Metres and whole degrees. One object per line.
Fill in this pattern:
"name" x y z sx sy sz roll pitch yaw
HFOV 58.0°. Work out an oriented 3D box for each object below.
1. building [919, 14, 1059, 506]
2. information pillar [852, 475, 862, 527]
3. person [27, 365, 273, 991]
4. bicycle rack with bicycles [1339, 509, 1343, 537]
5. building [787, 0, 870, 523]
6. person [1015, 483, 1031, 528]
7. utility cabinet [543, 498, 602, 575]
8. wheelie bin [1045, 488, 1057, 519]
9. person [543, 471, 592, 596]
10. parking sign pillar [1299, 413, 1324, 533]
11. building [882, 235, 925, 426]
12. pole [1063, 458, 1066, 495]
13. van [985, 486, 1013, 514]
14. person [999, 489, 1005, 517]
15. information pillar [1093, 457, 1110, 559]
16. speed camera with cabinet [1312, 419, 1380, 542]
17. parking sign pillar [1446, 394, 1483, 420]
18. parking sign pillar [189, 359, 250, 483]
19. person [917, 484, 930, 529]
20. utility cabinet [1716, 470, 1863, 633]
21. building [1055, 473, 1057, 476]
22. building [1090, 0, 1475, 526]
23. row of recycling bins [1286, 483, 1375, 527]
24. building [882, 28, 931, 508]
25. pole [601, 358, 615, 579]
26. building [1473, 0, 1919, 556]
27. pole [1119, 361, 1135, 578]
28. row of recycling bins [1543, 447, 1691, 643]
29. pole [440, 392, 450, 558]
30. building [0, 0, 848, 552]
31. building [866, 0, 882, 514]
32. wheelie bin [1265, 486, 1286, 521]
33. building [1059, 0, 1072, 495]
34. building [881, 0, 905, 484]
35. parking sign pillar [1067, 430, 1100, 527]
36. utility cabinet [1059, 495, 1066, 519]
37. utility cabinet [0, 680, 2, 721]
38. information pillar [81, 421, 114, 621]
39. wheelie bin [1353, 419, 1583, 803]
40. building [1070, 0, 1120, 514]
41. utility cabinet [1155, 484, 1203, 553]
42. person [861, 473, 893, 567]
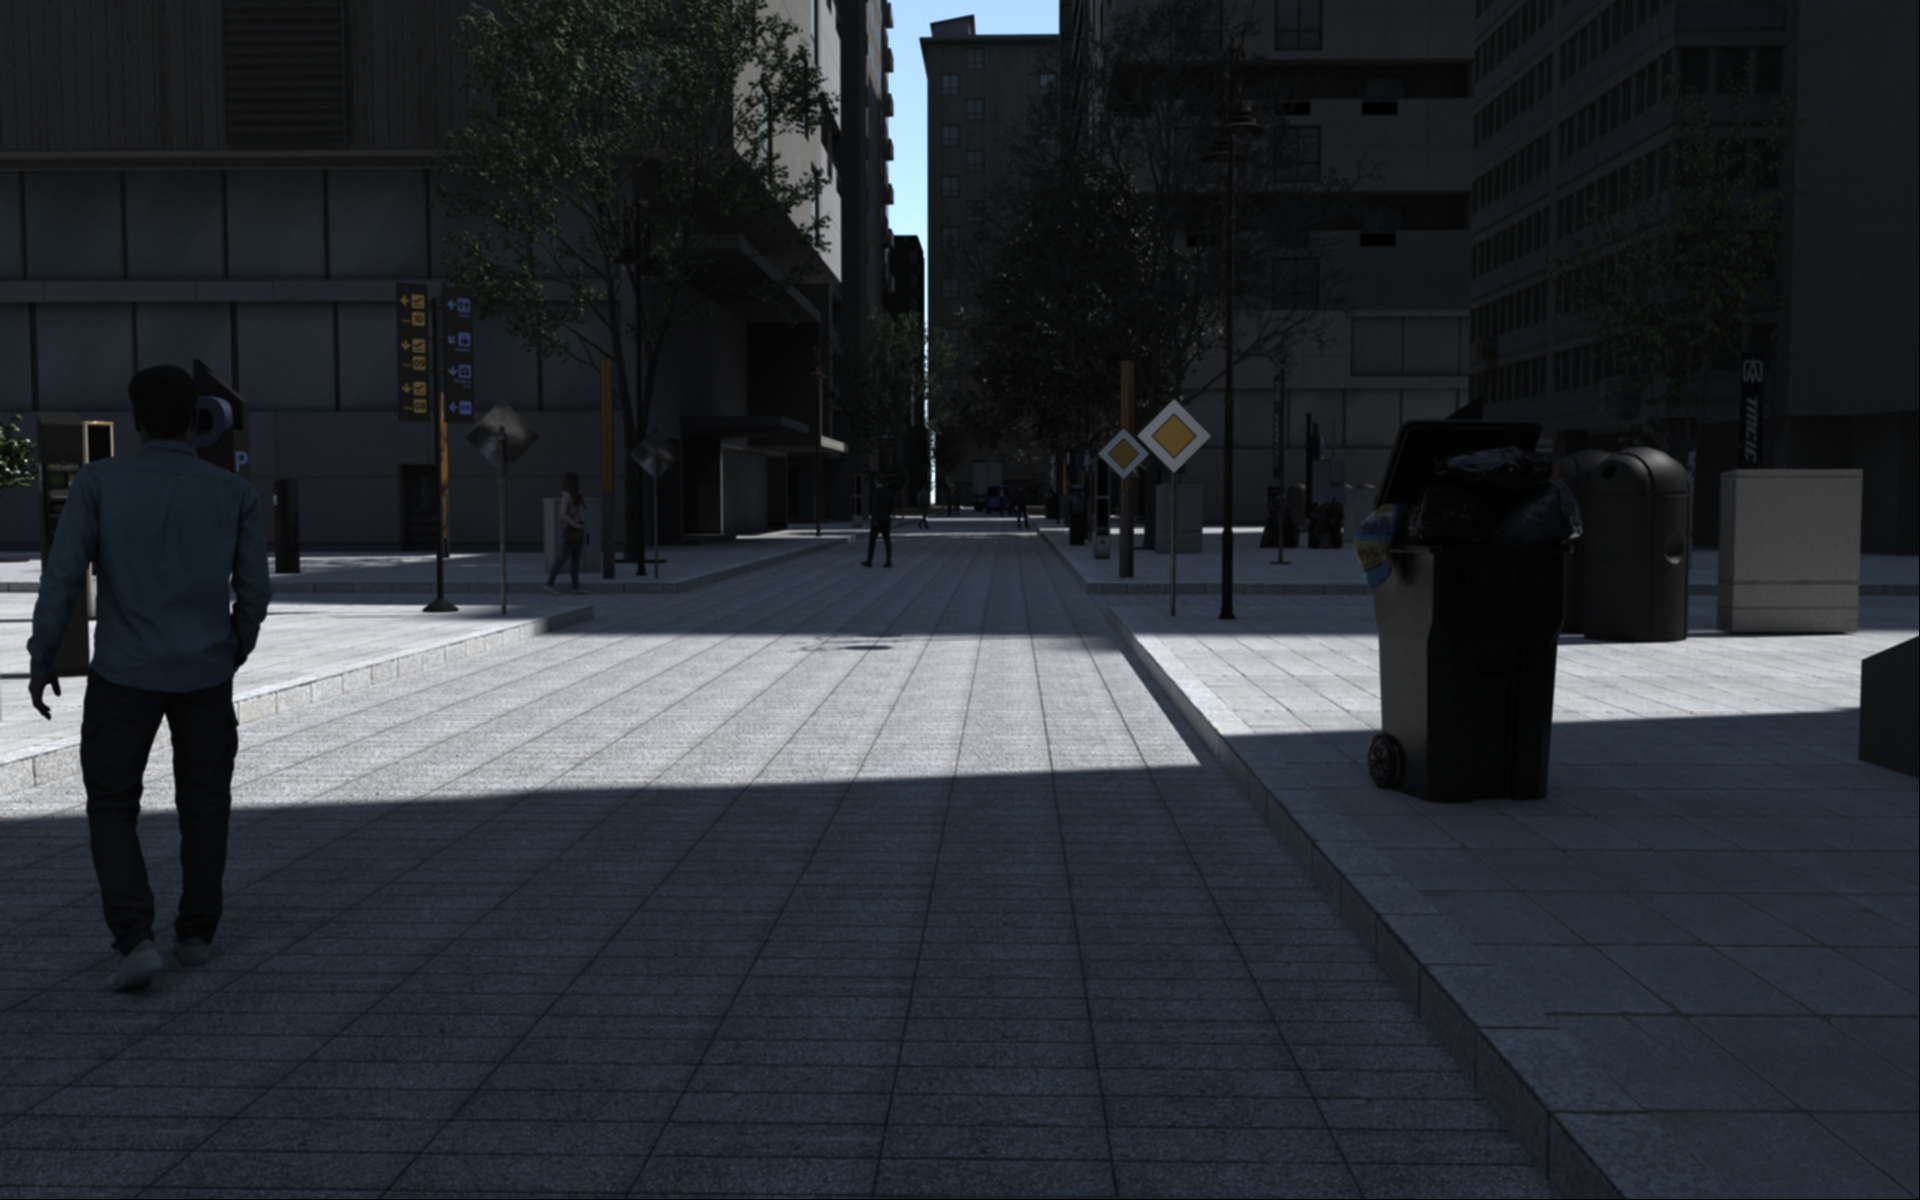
"building" 9.818 -37.346 199.838 27.495 52.752 28.713 0 4 2
"information pillar" -3.951 -3.797 66.568 0.304 2.012 0.304 -2 4 -26
"person" -2.387 0.206 5.153 0.660 1.820 0.620 -3 4 -37
"bicycle rack with bicycles" 11.545 -2.262 50.372 2.852 0.926 2.925 -1 4 -18
"building" -11.695 -24.124 78.025 14.154 41.232 14.086 0 4 2
"person" 2.643 -4.003 73.316 0.648 1.900 0.474 3 5 41
"utility cabinet" -6.259 -1.032 28.033 0.306 1.237 1.020 2 4 33
"wheelie bin" 4.670 -4.939 88.655 0.693 1.594 0.980 0 4 -2
"person" -5.577 -0.946 24.565 0.643 1.750 0.593 0 4 -4
"parking sign pillar" 11.903 -4.261 58.139 1.447 3.967 1.447 1 4 19
"building" -11.153 -25.879 194.815 14.107 30.474 14.160 0 4 2
"pole" 5.944 -6.405 98.561 0.158 3.312 0.155 0 3 0
"van" 2.893 -7.481 126.692 2.240 2.365 5.245 0 4 3
"person" 2.731 -6.132 109.481 0.721 1.736 1.217 0 4 3
"information pillar" 2.806 -1.820 34.244 0.304 2.012 0.304 0 4 -1
"speed camera with cabinet" 10.300 -3.156 45.936 2.038 3.252 0.660 -2 4 -29
"parking sign pillar" 13.490 -3.583 47.062 1.447 3.967 1.447 1 4 13
"parking sign pillar" -14.723 -2.804 34.324 1.447 3.967 1.447 2 4 24
"person" -1.486 -3.881 72.048 0.679 1.850 0.850 3 5 41
"utility cabinet" 7.604 -0.442 15.902 1.173 1.500 0.318 0 4 -2
"building" 20.969 -32.995 159.075 23.786 49.044 30.456 0 4 2
"building" 20.131 -30.129 81.852 28.713 52.752 27.495 0 4 2
"row of recycling bins" 14.154 -3.593 65.853 3.534 1.692 1.069 -1 4 -11
"building" -18.789 -52.020 163.191 31.000 86.520 22.319 0 4 2
"pole" -5.317 -1.976 26.151 0.158 3.312 0.155 0 3 0
"building" 27.228 -21.484 43.142 23.993 40.220 32.217 0 4 2
"pole" 2.566 -2.003 26.593 0.158 3.312 0.155 0 3 0
"row of recycling bins" 5.791 -0.583 16.646 1.069 1.692 3.534 -1 4 -10
"pole" -10.377 -2.500 34.725 0.158 3.312 0.155 0 3 0
"building" -17.840 -28.126 49.099 28.713 52.752 27.495 0 4 2
"building" -12.327 -28.034 108.472 14.600 45.320 14.200 0 4 2
"wheelie bin" 12.474 -3.694 68.311 0.980 1.594 0.693 1 4 20
"building" 14.749 -27.724 136.887 14.154 41.232 14.086 0 4 2
"building" -16.620 -31.286 131.127 23.786 49.044 30.456 0 4 2
"parking sign pillar" 4.882 -4.809 67.094 1.447 3.967 1.447 2 4 34
"utility cabinet" 5.193 -4.852 90.494 1.020 1.237 0.306 -2 4 -24
"utility cabinet" -5.944 0.086 9.752 1.020 1.237 0.306 1 4 12
"information pillar" -8.830 -0.806 17.665 0.304 2.012 0.304 3 4 36
"wheelie bin" 2.203 0.030 7.412 0.980 1.594 0.693 -1 4 -12
"building" 18.633 -30.255 118.379 21.300 48.544 21.600 0 4 2
"utility cabinet" 4.733 -1.761 37.477 1.173 1.500 0.318 -3 5 -40
"person" -1.619 -1.573 33.997 0.659 1.850 0.755 -3 5 -41
